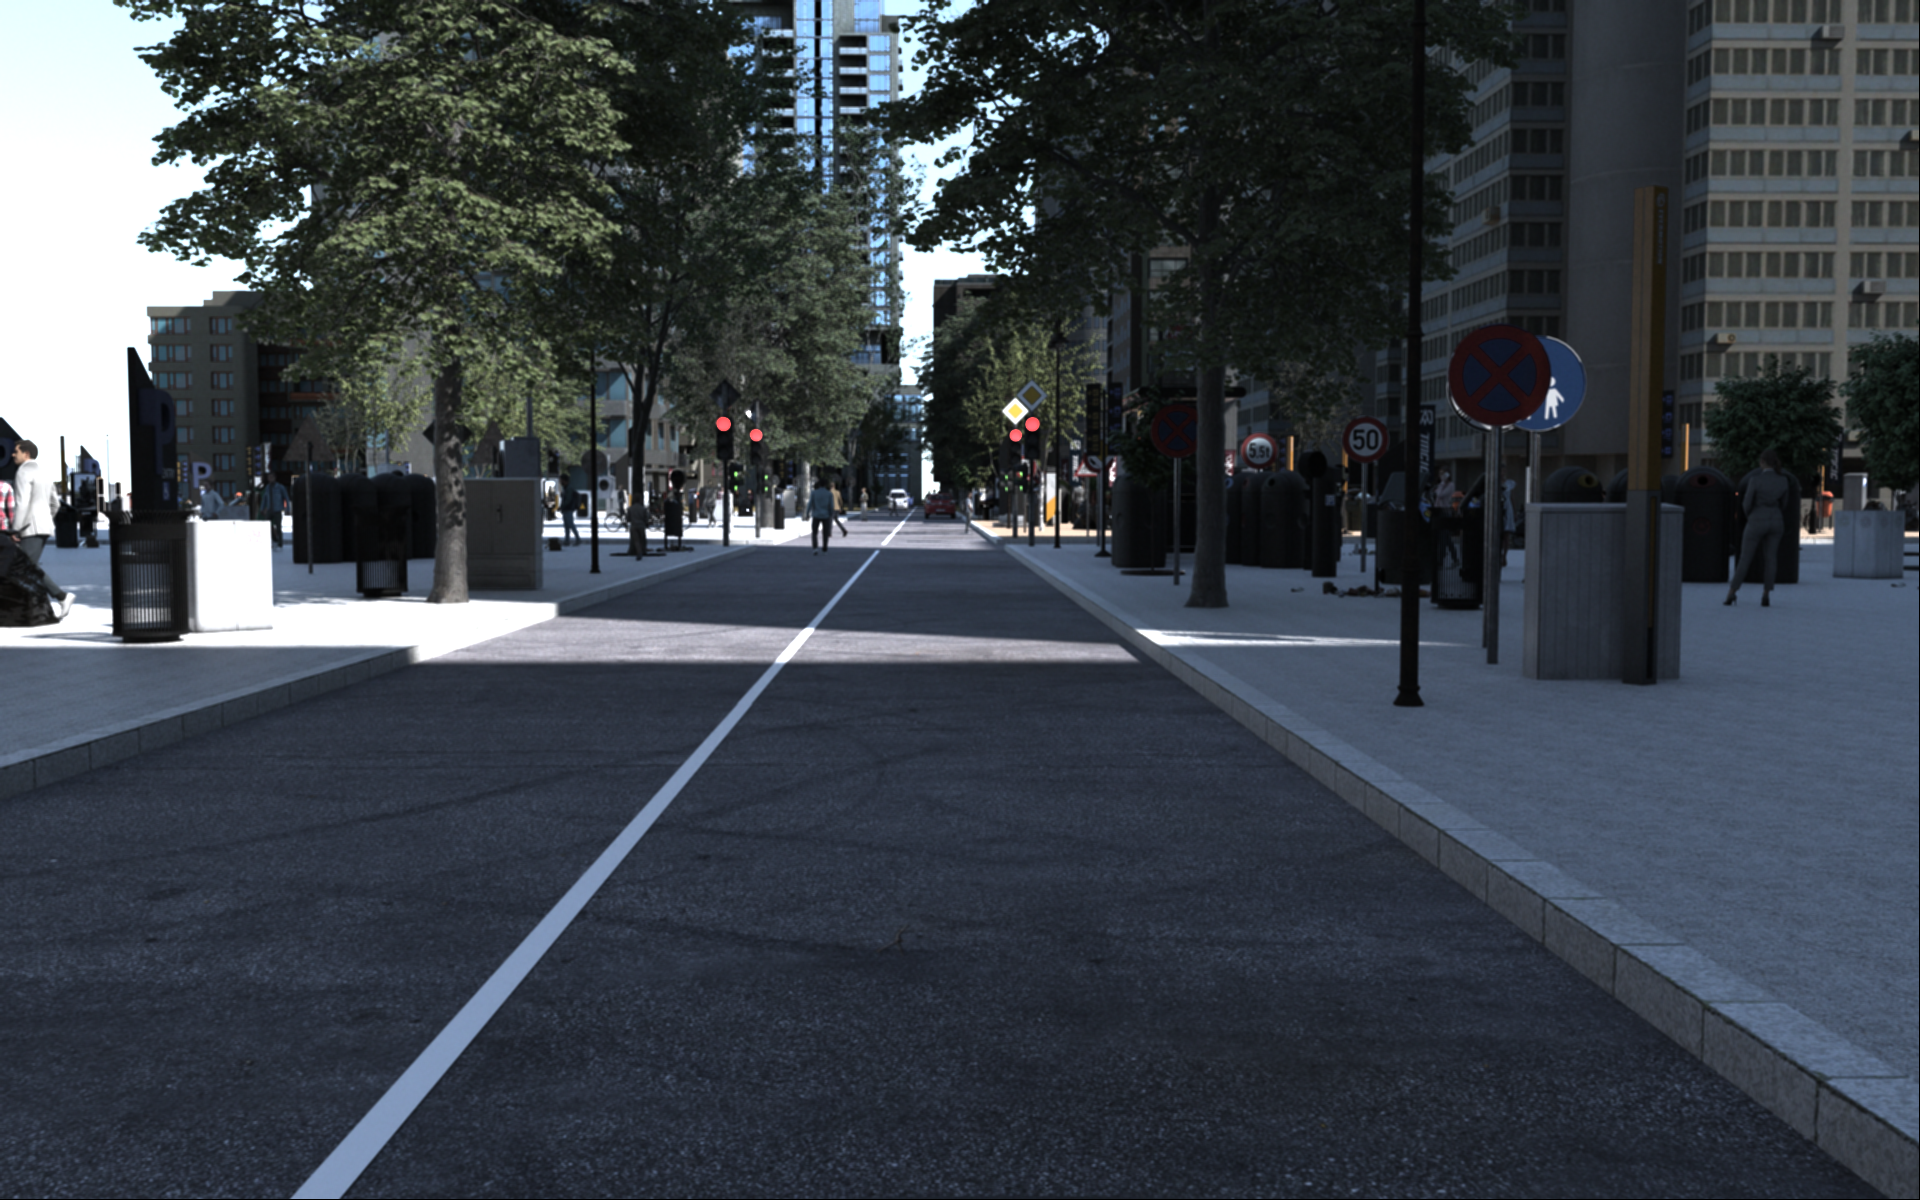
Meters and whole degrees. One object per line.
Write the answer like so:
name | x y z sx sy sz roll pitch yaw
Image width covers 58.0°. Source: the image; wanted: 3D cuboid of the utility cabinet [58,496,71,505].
utility cabinet | -36.316 -3.611 70.196 0.306 1.237 1.020 -1 4 -11

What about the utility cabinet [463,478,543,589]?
utility cabinet | -6.243 -0.894 23.296 1.173 1.500 0.318 0 4 6

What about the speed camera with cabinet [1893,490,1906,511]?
speed camera with cabinet | 35.526 -4.243 63.711 2.038 3.252 0.660 1 4 19

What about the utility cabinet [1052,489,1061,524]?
utility cabinet | 4.003 -3.989 73.902 0.318 1.500 1.173 1 4 18

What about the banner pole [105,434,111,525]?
banner pole | -35.530 -5.030 72.258 0.401 3.779 0.863 -2 4 -29

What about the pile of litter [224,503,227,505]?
pile of litter | -36.378 -4.339 84.914 1.176 0.858 1.719 2 4 25

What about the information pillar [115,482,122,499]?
information pillar | -49.769 -5.992 102.464 0.304 2.012 0.304 -1 4 -14

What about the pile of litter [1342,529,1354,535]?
pile of litter | 11.768 -2.506 54.942 1.176 0.858 1.719 -1 4 -19

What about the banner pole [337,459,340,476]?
banner pole | -39.101 -7.275 108.966 0.401 3.779 0.863 -2 4 -30

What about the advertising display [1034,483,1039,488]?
advertising display | 4.560 -5.767 99.510 0.974 1.923 0.123 -1 4 -19

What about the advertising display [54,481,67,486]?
advertising display | -44.955 -4.958 86.275 0.974 1.923 0.123 -3 5 -44

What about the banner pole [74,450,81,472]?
banner pole | -49.952 -6.609 98.073 0.863 3.779 0.401 3 5 39

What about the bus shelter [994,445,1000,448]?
bus shelter | 2.591 -5.749 85.277 1.731 3.624 6.357 0 4 -1

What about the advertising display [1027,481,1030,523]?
advertising display | 2.583 -4.204 73.957 0.974 1.923 0.123 2 4 35

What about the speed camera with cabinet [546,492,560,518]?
speed camera with cabinet | -22.931 -6.181 95.399 0.660 3.252 2.038 -2 4 -35

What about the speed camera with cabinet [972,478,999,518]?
speed camera with cabinet | 1.679 -5.985 92.198 2.038 3.252 0.660 2 4 26

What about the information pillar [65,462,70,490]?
information pillar | -63.421 -8.053 123.013 0.504 3.616 0.183 2 4 33

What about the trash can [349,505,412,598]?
trash can | -7.216 -0.609 21.604 0.748 1.137 0.748 0 3 0

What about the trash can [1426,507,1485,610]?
trash can | 5.581 -0.471 19.351 0.748 1.137 0.748 0 3 0

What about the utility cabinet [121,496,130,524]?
utility cabinet | -33.562 -3.579 69.673 0.306 1.237 1.020 -2 4 -27

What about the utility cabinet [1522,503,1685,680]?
utility cabinet | 4.478 -0.055 12.066 1.020 1.237 0.306 0 4 -4

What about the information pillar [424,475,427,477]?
information pillar | -21.010 -3.859 67.582 0.304 2.012 0.304 1 4 19

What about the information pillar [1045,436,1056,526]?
information pillar | 3.642 -4.728 68.663 0.504 3.616 0.183 0 3 0

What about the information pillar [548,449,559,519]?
information pillar | -20.945 -5.985 89.202 0.504 3.616 0.183 0 4 -7

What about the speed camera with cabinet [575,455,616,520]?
speed camera with cabinet | -18.267 -5.646 86.655 2.038 3.252 0.660 1 4 20

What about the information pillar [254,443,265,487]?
information pillar | -32.360 -5.425 80.055 0.504 3.616 0.183 1 4 18

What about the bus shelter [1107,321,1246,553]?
bus shelter | 4.461 -3.693 38.021 2.179 5.291 8.768 0 4 -1

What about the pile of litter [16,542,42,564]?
pile of litter | -17.641 -1.085 31.697 1.719 0.858 1.176 2 4 34

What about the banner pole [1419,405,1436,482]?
banner pole | 11.313 -3.228 42.791 0.863 3.779 0.401 1 4 19

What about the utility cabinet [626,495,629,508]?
utility cabinet | -18.889 -5.425 99.868 1.020 1.237 0.306 1 4 12

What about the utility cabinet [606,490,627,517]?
utility cabinet | -18.999 -5.325 95.746 1.173 1.500 0.318 2 4 25

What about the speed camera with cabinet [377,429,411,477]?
speed camera with cabinet | -17.588 -3.516 51.815 0.660 3.252 2.038 3 4 36

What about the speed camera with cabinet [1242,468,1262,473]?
speed camera with cabinet | 10.462 -4.080 61.036 0.660 3.252 2.038 2 4 25

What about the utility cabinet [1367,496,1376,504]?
utility cabinet | 12.058 -2.431 50.909 0.306 1.237 1.020 1 4 14

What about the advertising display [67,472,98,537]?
advertising display | -26.079 -2.836 51.586 0.123 1.923 0.974 1 4 14

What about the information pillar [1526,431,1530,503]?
information pillar | 17.440 -3.777 53.111 0.183 3.616 0.504 2 4 27

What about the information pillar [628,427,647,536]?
information pillar | -9.771 -3.732 52.378 0.504 3.616 0.183 1 4 14

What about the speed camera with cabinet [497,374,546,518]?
speed camera with cabinet | -7.398 -2.102 28.711 0.660 3.252 2.038 -1 4 -21

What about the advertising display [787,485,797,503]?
advertising display | -11.440 -6.886 117.803 0.974 1.923 0.123 2 4 26

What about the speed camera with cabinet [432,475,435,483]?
speed camera with cabinet | -34.714 -7.179 111.715 2.038 3.252 0.660 0 4 -5

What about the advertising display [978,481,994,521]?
advertising display | 1.240 -4.755 82.962 0.974 1.923 0.123 -3 5 -41

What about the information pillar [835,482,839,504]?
information pillar | -7.489 -6.113 104.439 0.304 2.012 0.304 -2 4 -26

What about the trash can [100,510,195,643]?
trash can | -7.046 -0.208 15.058 0.748 1.137 0.748 0 3 0

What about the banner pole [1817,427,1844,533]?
banner pole | 28.535 -4.090 56.882 0.863 3.779 0.401 3 4 37

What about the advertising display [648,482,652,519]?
advertising display | -16.084 -5.182 89.933 0.123 1.923 0.974 -1 4 -15

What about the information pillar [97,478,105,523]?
information pillar | -38.518 -4.472 77.606 0.304 2.012 0.304 -3 5 -40

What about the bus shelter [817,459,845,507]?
bus shelter | -8.812 -7.845 119.547 1.731 3.624 6.357 0 4 -1

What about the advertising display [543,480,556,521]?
advertising display | -19.507 -4.715 82.298 0.123 1.923 0.974 1 4 16

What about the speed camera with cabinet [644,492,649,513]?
speed camera with cabinet | -21.623 -7.451 116.156 0.660 3.252 2.038 2 4 31

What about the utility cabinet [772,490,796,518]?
utility cabinet | -9.198 -4.999 90.419 1.173 1.500 0.318 -1 4 -18

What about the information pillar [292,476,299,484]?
information pillar | -26.734 -3.999 69.875 0.304 2.012 0.304 0 4 -4

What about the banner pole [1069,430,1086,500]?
banner pole | 4.644 -4.729 67.340 0.863 3.779 0.401 0 4 -5
